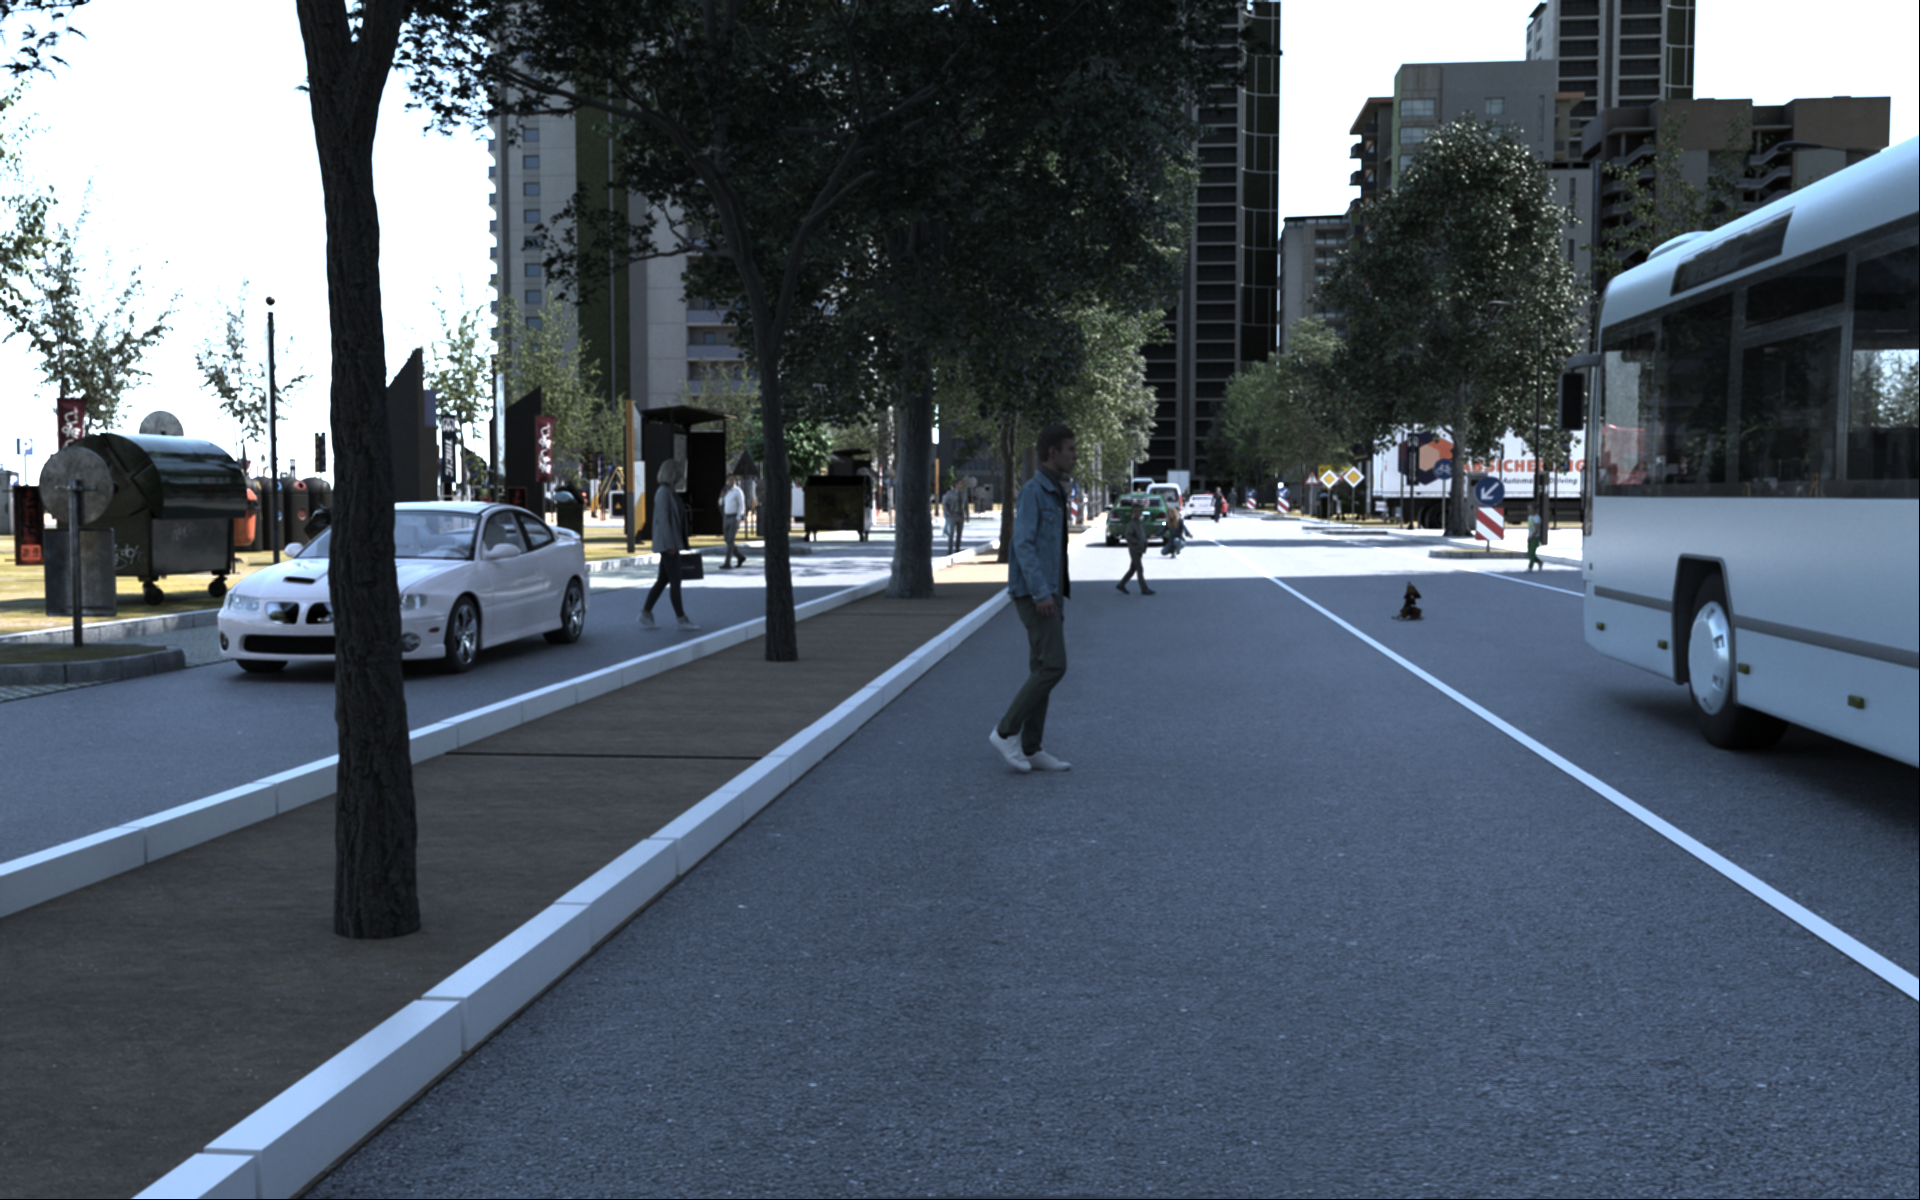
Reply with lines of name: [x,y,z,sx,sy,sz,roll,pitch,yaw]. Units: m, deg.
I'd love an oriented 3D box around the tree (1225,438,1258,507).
tree: [29.260,-13.863,177.023,4.737,8.622,4.395,0,3,0]

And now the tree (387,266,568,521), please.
tree: [-15.916,-6.413,55.210,4.737,8.622,4.395,0,3,0]

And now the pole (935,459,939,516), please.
pole: [-1.334,-6.493,100.009,0.158,3.312,0.155,0,3,0]

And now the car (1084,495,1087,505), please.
car: [14.452,-11.500,200.393,2.083,1.381,4.827,0,4,5]

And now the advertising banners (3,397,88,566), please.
advertising banners: [-16.738,-2.132,31.039,2.074,3.025,0.090,-2,4,-29]

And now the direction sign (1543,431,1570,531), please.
direction sign: [20.961,-4.215,60.913,0.876,3.537,0.379,1,4,17]

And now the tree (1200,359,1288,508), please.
tree: [26.994,-15.115,157.504,12.009,13.543,11.850,0,3,0]

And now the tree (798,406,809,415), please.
tree: [-9.804,-10.247,117.908,4.737,8.622,4.395,0,3,0]

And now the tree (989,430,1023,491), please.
tree: [4.142,-12.025,146.969,4.360,8.622,3.978,0,3,0]

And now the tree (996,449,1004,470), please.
tree: [4.944,-13.035,163.489,4.737,8.622,4.395,0,3,0]

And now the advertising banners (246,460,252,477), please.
advertising banners: [-36.633,-5.626,88.168,0.090,3.025,2.074,1,4,12]

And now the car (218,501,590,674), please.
car: [-4.734,-0.186,15.401,2.083,1.381,4.827,0,4,5]

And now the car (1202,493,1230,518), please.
car: [15.639,-6.016,107.405,2.155,1.783,4.494,0,4,7]

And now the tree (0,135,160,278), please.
tree: [-19.394,-5.364,38.058,4.360,8.622,3.978,0,3,0]

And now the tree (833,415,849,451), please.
tree: [-7.019,-10.871,128.103,4.360,8.622,3.978,0,3,0]

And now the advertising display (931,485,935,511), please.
advertising display: [-2.495,-8.309,141.067,0.974,1.923,0.123,-2,4,-32]

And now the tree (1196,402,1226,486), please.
tree: [30.757,-16.738,190.667,9.611,12.733,9.660,0,3,0]

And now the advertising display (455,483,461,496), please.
advertising display: [-28.764,-5.768,99.519,0.123,1.923,0.974,-3,4,-37]

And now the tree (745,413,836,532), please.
tree: [-5.791,-4.576,58.537,4.285,4.588,4.351,0,3,0]

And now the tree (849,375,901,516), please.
tree: [-4.223,-9.347,103.190,4.360,8.622,3.978,0,3,0]

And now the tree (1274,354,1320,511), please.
tree: [23.801,-12.519,130.438,9.928,11.665,9.643,0,3,0]

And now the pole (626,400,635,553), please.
pole: [-7.165,-2.679,37.642,0.158,3.312,0.155,0,3,0]

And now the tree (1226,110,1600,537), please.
tree: [15.003,-8.262,52.090,9.611,12.733,9.660,0,3,0]

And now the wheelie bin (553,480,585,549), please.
wheelie bin: [-8.523,-1.829,37.806,0.693,1.594,0.980,-1,4,-12]

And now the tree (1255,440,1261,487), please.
tree: [25.389,-11.504,138.455,4.360,8.622,3.978,0,3,0]

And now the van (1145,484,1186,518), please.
van: [8.332,-3.945,71.505,2.013,2.044,4.112,0,4,5]

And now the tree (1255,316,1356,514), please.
tree: [22.578,-11.766,110.503,7.486,12.596,7.792,0,3,0]

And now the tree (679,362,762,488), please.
tree: [-12.465,-8.877,95.501,4.737,8.622,4.395,0,3,0]

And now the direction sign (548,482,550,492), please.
direction sign: [-35.247,-9.588,148.760,0.379,3.537,0.876,-2,4,-29]

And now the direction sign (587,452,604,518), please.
direction sign: [-19.523,-6.160,92.718,0.876,3.537,0.379,0,4,-5]

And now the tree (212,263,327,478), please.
tree: [-22.669,-6.402,55.039,4.360,8.622,3.978,0,3,0]

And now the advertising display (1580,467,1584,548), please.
advertising display: [15.062,-2.195,41.096,0.123,1.923,0.974,-1,4,-15]

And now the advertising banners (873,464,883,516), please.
advertising banners: [-4.790,-6.289,99.009,0.090,3.025,2.074,1,4,18]

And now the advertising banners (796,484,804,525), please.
advertising banners: [-6.176,-4.689,72.847,2.074,3.025,0.090,-3,5,-41]

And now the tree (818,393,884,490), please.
tree: [-6.528,-9.764,110.004,4.737,8.622,4.395,0,3,0]

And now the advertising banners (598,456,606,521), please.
advertising banners: [-16.853,-5.217,81.493,0.090,3.025,2.074,0,4,-3]

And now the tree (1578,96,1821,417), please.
tree: [13.993,-5.038,32.732,4.737,8.622,4.395,0,3,0]

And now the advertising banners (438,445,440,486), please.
advertising banners: [-18.987,-3.984,61.333,2.074,3.025,0.090,3,5,39]

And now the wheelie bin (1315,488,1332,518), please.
wheelie bin: [19.300,-5.144,92.014,0.693,1.594,0.980,-1,4,-15]

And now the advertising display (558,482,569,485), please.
advertising display: [-21.823,-5.513,95.356,0.123,1.923,0.974,3,4,36]

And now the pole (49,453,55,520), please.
pole: [-45.434,-5.678,86.683,0.158,3.312,0.155,0,3,0]

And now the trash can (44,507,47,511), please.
trash can: [-60.846,-6.356,115.580,0.748,1.137,0.748,0,3,0]

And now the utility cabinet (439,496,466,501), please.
utility cabinet: [-18.741,-3.226,63.901,1.020,1.237,0.306,-3,5,-43]

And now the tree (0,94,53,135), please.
tree: [-16.831,-4.754,28.097,4.360,8.622,3.978,0,3,0]

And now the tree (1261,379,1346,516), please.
tree: [20.757,-9.228,101.233,4.360,8.622,3.978,0,3,0]

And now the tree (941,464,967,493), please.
tree: [-0.535,-7.110,110.851,1.663,3.219,1.824,0,3,0]

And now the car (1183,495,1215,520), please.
car: [13.712,-5.261,98.382,2.083,1.381,4.827,0,4,4]

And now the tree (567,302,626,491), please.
tree: [-14.803,-6.789,61.357,4.737,8.622,4.395,0,3,0]

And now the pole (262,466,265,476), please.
pole: [-51.294,-8.185,127.674,0.158,3.312,0.155,0,3,0]

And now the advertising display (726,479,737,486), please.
advertising display: [-9.907,-4.157,73.187,0.974,1.923,0.123,-1,4,-13]

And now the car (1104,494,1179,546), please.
car: [5.112,-2.274,48.976,2.131,1.459,4.920,0,4,8]

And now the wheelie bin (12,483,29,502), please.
wheelie bin: [-26.933,-2.573,49.976,0.693,1.594,0.980,-3,4,-36]

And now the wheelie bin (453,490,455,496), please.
wheelie bin: [-41.722,-8.235,142.555,0.693,1.594,0.980,1,4,16]

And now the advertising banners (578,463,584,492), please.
advertising banners: [-22.947,-6.510,102.627,0.090,3.025,2.074,2,4,27]

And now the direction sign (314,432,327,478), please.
direction sign: [-23.320,-4.356,63.216,0.876,3.537,0.379,3,5,44]

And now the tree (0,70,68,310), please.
tree: [-14.175,-4.405,22.379,4.737,8.622,4.395,0,3,0]
